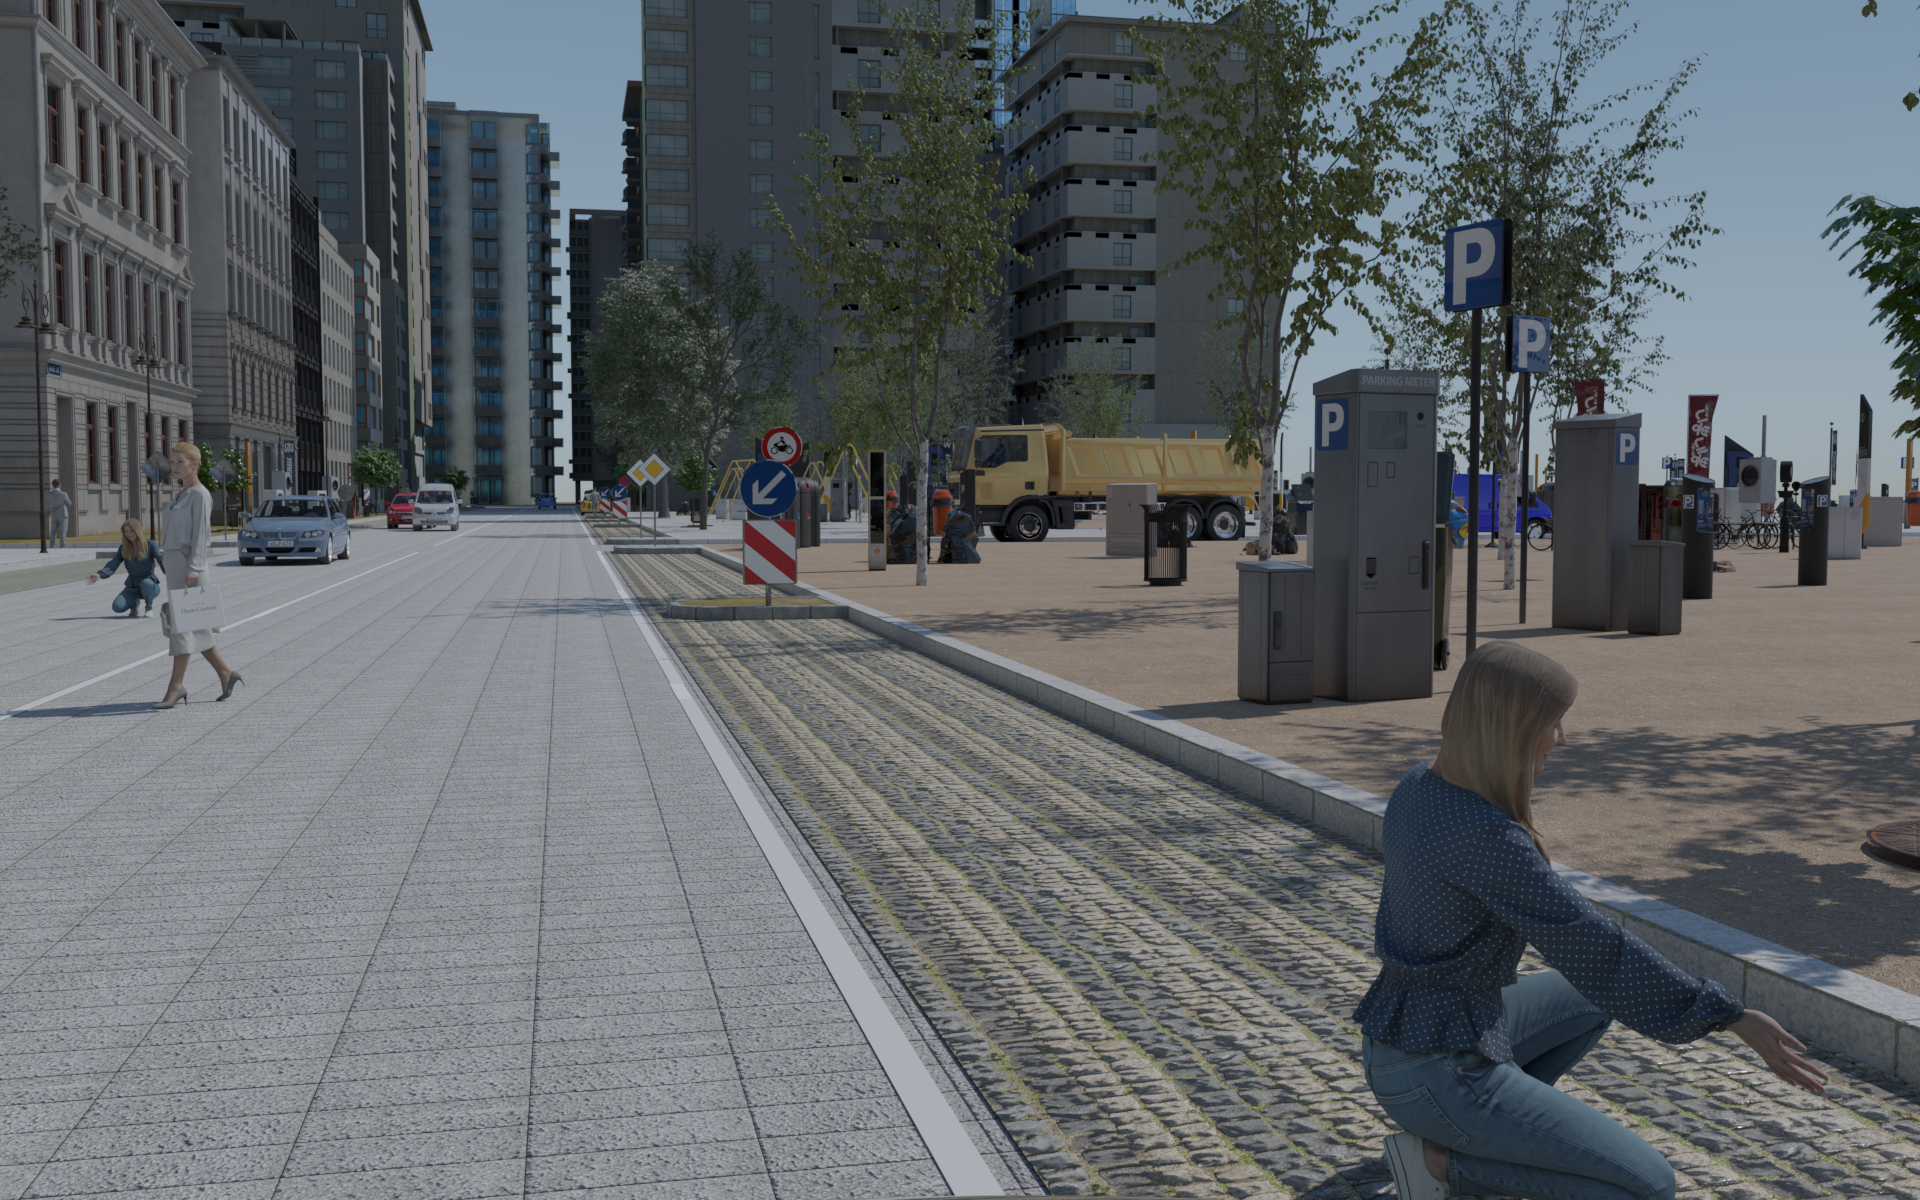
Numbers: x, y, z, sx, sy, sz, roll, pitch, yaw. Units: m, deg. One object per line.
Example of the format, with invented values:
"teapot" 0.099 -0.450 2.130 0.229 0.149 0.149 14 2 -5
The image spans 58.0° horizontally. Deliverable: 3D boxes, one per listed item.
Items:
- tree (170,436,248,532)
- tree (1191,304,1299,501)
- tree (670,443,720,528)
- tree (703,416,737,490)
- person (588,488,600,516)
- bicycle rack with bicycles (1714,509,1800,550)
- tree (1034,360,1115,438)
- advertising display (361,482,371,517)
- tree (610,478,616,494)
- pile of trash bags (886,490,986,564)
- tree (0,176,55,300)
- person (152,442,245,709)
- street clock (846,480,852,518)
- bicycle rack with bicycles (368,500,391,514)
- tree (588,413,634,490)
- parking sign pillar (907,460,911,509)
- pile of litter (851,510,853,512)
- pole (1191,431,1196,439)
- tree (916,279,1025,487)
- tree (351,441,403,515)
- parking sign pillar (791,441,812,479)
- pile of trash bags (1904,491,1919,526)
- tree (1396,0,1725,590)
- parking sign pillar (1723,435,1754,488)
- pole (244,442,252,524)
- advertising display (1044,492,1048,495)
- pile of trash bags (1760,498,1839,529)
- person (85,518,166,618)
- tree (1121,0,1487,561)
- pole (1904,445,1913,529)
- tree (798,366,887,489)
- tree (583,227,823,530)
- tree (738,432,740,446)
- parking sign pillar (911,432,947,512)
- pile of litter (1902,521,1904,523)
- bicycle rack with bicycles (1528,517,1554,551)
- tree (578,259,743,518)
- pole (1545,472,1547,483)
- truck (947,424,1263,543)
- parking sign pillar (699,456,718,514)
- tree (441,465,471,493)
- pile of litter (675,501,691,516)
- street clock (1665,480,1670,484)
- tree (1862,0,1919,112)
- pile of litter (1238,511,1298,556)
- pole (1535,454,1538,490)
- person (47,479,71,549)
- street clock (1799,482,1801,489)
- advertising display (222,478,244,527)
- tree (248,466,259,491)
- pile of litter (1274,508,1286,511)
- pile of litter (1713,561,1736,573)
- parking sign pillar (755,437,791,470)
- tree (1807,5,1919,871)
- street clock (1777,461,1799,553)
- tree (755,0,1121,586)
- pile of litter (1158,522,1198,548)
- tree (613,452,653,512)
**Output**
"tree" -25.404 -3.895 58.286 1.663 3.219 1.824 0 3 0
"tree" 11.050 -7.202 68.111 4.360 8.622 3.978 0 3 0
"tree" -10.288 -4.544 68.899 1.663 3.219 1.824 0 3 0
"tree" -16.725 -10.060 114.839 4.360 8.622 3.978 0 3 0
"person" -22.889 -6.104 108.422 0.709 1.813 0.853 -3 5 -40
"bicycle rack with bicycles" 18.602 -1.682 40.880 2.925 0.926 2.852 0 4 1
"tree" 6.222 -8.890 95.710 4.360 8.622 3.978 0 3 0
"advertising display" -33.118 -5.588 96.570 0.123 1.923 0.974 0 4 3
"tree" -36.152 -11.412 181.188 1.663 3.219 1.824 0 3 0
"pile of trash bags" -0.480 -1.436 33.233 1.912 1.369 3.447 0 4 4
"tree" -17.429 -5.560 25.322 8.767 10.594 7.601 1 4 17
"person" -5.174 -0.176 11.735 0.624 1.780 0.694 -2 4 -31
"street clock" -5.893 -5.328 91.690 0.358 2.002 0.471 -2 4 -29
"bicycle rack with bicycles" -38.059 -6.141 113.780 2.852 0.926 2.925 -1 4 -17
"tree" -29.008 -11.969 146.049 4.360 8.622 3.978 0 3 0
"parking sign pillar" -3.440 -7.989 119.087 1.447 3.967 1.447 2 4 32
"pile of litter" -8.236 -6.769 124.633 1.176 0.858 1.719 1 4 21
"pole" 7.510 -3.787 55.768 0.158 3.312 0.155 0 3 0
"tree" 0.220 -6.702 59.936 4.360 8.622 3.978 0 3 0
"tree" -35.902 -7.502 106.373 4.285 4.588 4.351 0 3 0
"parking sign pillar" -8.233 -6.109 88.356 1.447 3.967 1.447 1 4 16
"pile of trash bags" 26.052 -2.175 45.319 3.447 1.369 1.912 -1 4 -23
"tree" 7.619 -4.450 23.115 4.360 8.622 3.978 0 3 0
"parking sign pillar" 35.629 -5.547 79.162 1.447 3.967 1.447 0 4 2
"pole" -27.718 -4.503 67.459 0.158 3.312 0.155 0 3 0
"advertising display" 3.670 -3.750 66.518 0.974 1.923 0.123 -1 4 -22
"pile of trash bags" 30.726 -3.294 63.617 1.912 1.369 3.447 -1 4 -20
"person" -9.489 -0.374 20.111 1.012 1.151 0.738 0 4 -5
"tree" 3.592 -4.197 18.976 4.737 8.622 4.395 0 3 0
"pole" 34.904 -4.274 63.727 0.158 3.312 0.155 0 3 0
"tree" -7.045 -9.058 98.468 4.360 8.622 3.978 0 3 0
"tree" -9.173 -7.766 61.380 8.767 10.594 7.601 0 4 -8
"tree" -11.466 -9.758 109.912 4.737 8.622 4.395 0 3 0
"parking sign pillar" -1.026 -5.129 72.337 1.447 3.967 1.447 -1 4 -22
"pile of litter" 41.952 -3.777 75.713 1.176 0.858 1.719 -1 4 -12
"bicycle rack with bicycles" 14.678 -1.573 39.095 2.925 0.926 2.852 3 5 41
"tree" -16.066 -11.444 93.770 9.857 13.997 8.962 0 3 0
"pole" 46.169 -8.724 136.483 0.158 3.312 0.155 0 3 0
"truck" 3.717 -3.260 49.223 9.791 3.379 3.469 -1 4 -12
"parking sign pillar" -15.935 -7.432 109.983 1.447 3.967 1.447 -3 5 -41
"tree" -57.075 -12.980 195.937 4.285 4.588 4.351 0 3 0
"pile of litter" -16.224 -5.467 103.353 1.719 0.858 1.176 -2 4 -26
"street clock" 37.059 -5.254 90.467 0.471 2.002 0.358 -1 4 -19
"tree" 6.532 -3.644 9.936 4.737 8.622 4.395 0 3 0
"pile of litter" 6.525 -1.400 36.847 1.719 0.858 1.176 -3 4 -36
"pole" 29.392 -5.780 88.350 0.158 3.312 0.155 0 3 0
"person" -21.903 -2.047 42.157 0.511 1.800 0.466 -1 4 -8
"street clock" 46.864 -5.659 97.097 0.471 2.002 0.358 3 4 37
"advertising display" -28.369 -3.816 67.603 0.974 1.923 0.123 1 4 22
"tree" -25.427 -4.045 60.736 1.663 3.219 1.824 0 3 0
"pile of litter" 10.403 -2.570 55.983 1.719 0.858 1.176 2 4 35
"pile of litter" 12.363 -0.924 29.077 1.176 0.858 1.719 1 4 12
"parking sign pillar" -8.995 -5.714 81.890 1.447 3.967 1.447 -1 4 -18
"tree" 3.876 -0.691 5.901 1.663 3.219 1.824 0 3 0
"street clock" 18.052 -2.037 37.881 0.358 2.002 0.471 2 4 30
"tree" -0.628 -4.521 24.274 4.737 8.622 4.395 0 3 0
"pile of litter" 4.837 -1.701 41.778 1.719 0.858 1.176 2 4 24
"tree" -23.597 -8.679 125.609 4.285 4.588 4.351 0 3 0
